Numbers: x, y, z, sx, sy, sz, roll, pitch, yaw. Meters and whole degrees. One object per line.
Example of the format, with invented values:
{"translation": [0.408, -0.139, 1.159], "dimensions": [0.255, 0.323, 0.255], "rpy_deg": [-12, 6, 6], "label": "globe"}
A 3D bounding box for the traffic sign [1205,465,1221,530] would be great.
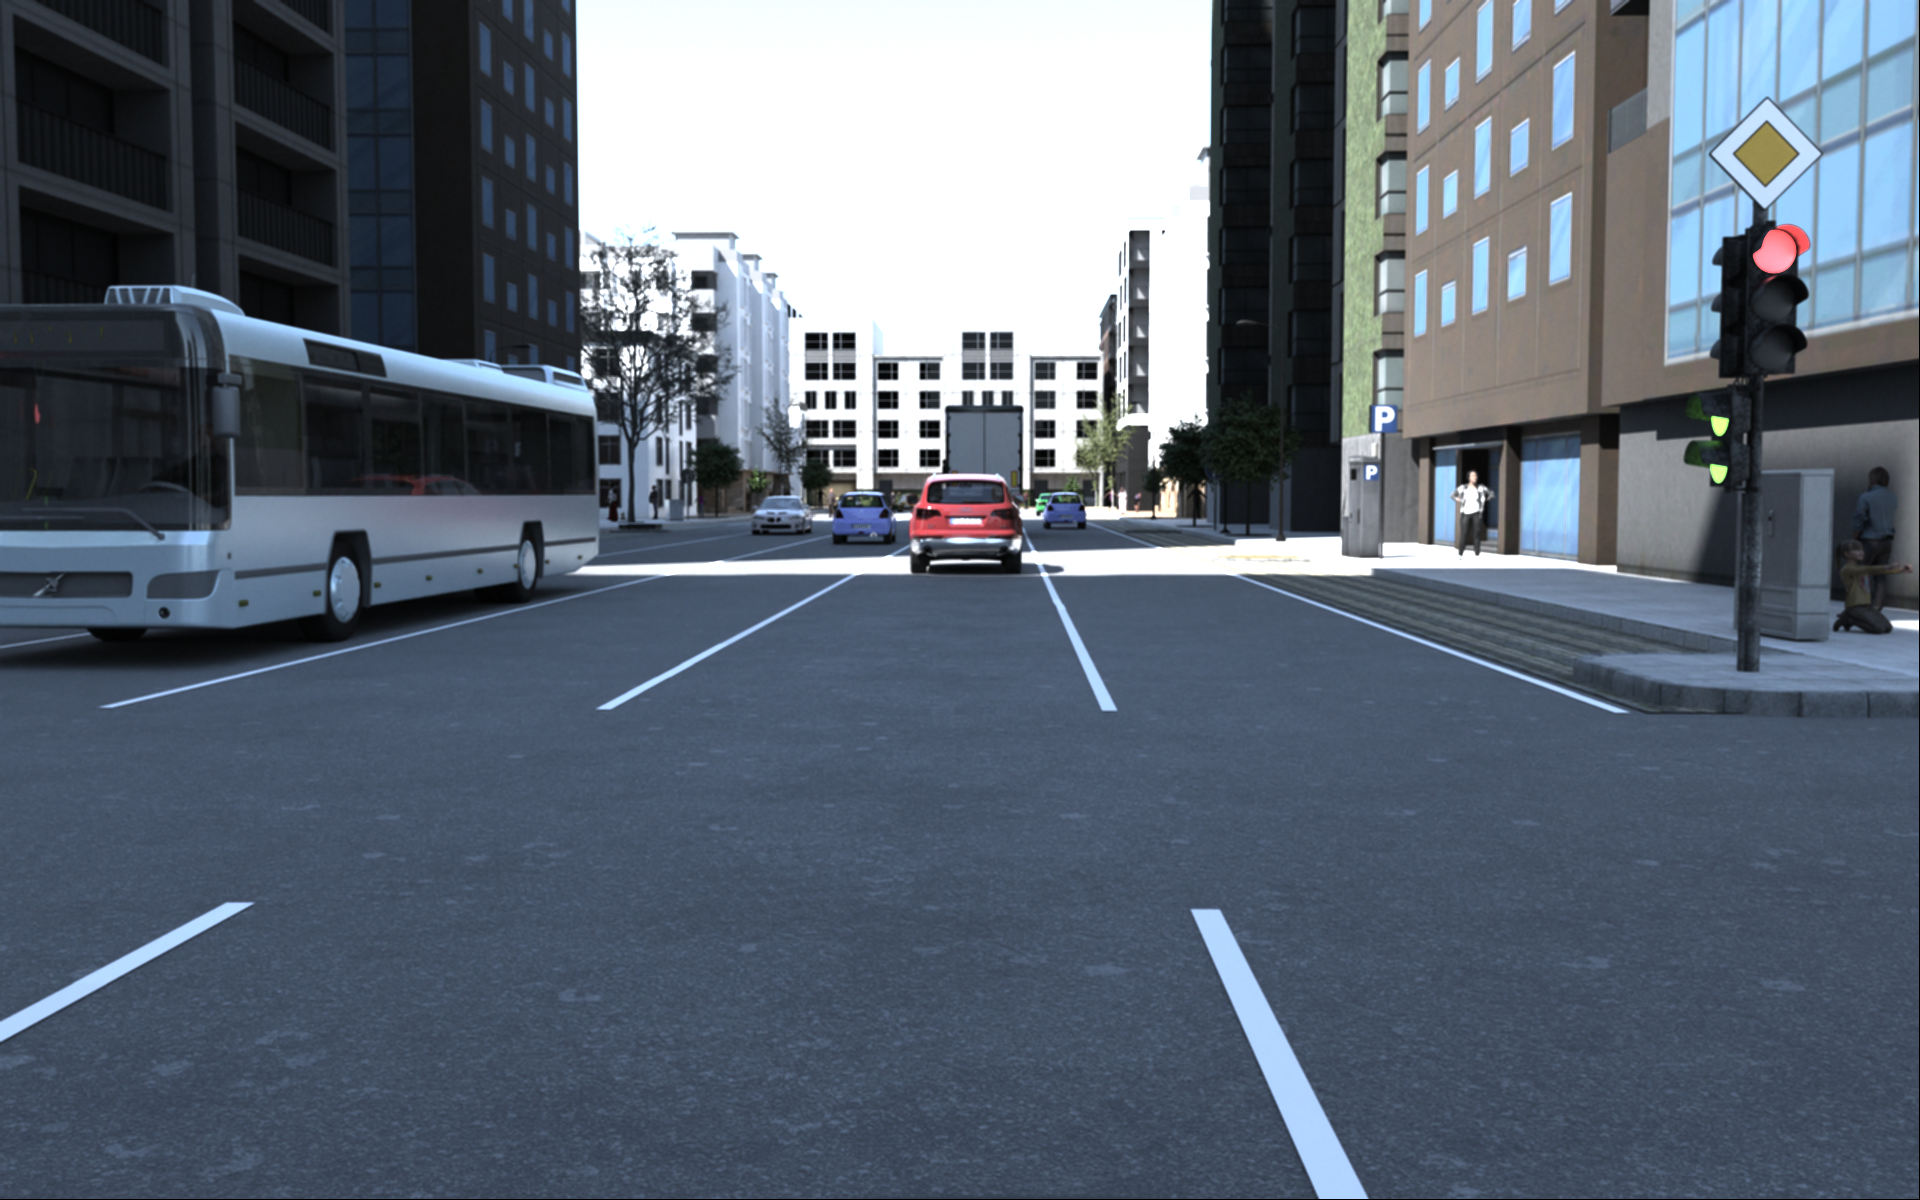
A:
{"translation": [9.043, -3.744, 61.316], "dimensions": [0.768, 2.556, 0.104], "rpy_deg": [0, 4, 7], "label": "traffic sign"}

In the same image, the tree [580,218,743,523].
{"translation": [-14.647, -10.201, 77.153], "dimensions": [12.009, 13.543, 11.850], "rpy_deg": [0, 3, 0], "label": "tree"}

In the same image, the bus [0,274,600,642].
{"translation": [-7.049, -1.515, 19.624], "dimensions": [2.948, 3.499, 13.247], "rpy_deg": [0, 4, 3], "label": "bus"}

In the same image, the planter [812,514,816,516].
{"translation": [-10.597, -5.730, 114.831], "dimensions": [1.991, 0.319, 1.994], "rpy_deg": [0, 4, 2], "label": "planter"}

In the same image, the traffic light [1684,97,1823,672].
{"translation": [5.695, -1.439, 12.442], "dimensions": [0.839, 4.253, 0.868], "rpy_deg": [0, 4, 2], "label": "traffic light"}

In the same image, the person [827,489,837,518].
{"translation": [-7.852, -5.918, 105.809], "dimensions": [0.434, 1.755, 0.990], "rpy_deg": [-3, 5, -39], "label": "person"}

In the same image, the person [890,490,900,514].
{"translation": [-4.727, -7.176, 126.637], "dimensions": [0.742, 1.727, 0.445], "rpy_deg": [0, 4, 3], "label": "person"}

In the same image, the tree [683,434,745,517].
{"translation": [-13.531, -6.841, 95.564], "dimensions": [4.285, 4.588, 4.351], "rpy_deg": [0, 3, 0], "label": "tree"}

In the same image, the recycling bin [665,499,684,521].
{"translation": [-13.651, -4.292, 82.721], "dimensions": [0.722, 1.027, 0.722], "rpy_deg": [-2, 4, -28], "label": "recycling bin"}

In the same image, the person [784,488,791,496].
{"translation": [-13.500, -7.780, 134.062], "dimensions": [1.217, 1.723, 0.721], "rpy_deg": [2, 4, 27], "label": "person"}

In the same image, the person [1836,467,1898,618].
{"translation": [9.168, -0.562, 17.450], "dimensions": [0.499, 1.552, 0.429], "rpy_deg": [1, 4, 15], "label": "person"}

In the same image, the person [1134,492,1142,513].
{"translation": [12.228, -6.709, 118.967], "dimensions": [0.421, 1.427, 0.697], "rpy_deg": [-2, 4, -26], "label": "person"}

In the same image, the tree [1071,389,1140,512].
{"translation": [10.447, -10.426, 120.828], "dimensions": [4.737, 8.622, 4.395], "rpy_deg": [0, 3, 0], "label": "tree"}

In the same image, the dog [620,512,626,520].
{"translation": [-16.465, -4.115, 85.009], "dimensions": [0.550, 0.427, 0.748], "rpy_deg": [2, 4, 26], "label": "dog"}

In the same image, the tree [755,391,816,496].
{"translation": [-12.608, -10.668, 124.779], "dimensions": [4.360, 8.622, 3.978], "rpy_deg": [0, 3, 0], "label": "tree"}

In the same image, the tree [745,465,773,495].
{"translation": [-13.510, -7.361, 114.961], "dimensions": [1.663, 3.219, 1.824], "rpy_deg": [0, 3, 0], "label": "tree"}

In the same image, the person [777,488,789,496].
{"translation": [-13.301, -7.532, 129.882], "dimensions": [1.217, 1.739, 0.721], "rpy_deg": [0, 4, 0], "label": "person"}

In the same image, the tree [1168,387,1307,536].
{"translation": [8.871, -4.244, 53.099], "dimensions": [4.285, 4.588, 4.351], "rpy_deg": [0, 3, 0], "label": "tree"}

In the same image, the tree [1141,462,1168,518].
{"translation": [10.593, -6.052, 93.548], "dimensions": [1.663, 3.219, 1.824], "rpy_deg": [0, 3, 0], "label": "tree"}

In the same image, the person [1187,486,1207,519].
{"translation": [12.340, -5.140, 90.103], "dimensions": [1.348, 1.821, 0.705], "rpy_deg": [-1, 4, -22], "label": "person"}

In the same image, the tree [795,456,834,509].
{"translation": [-12.277, -9.944, 146.293], "dimensions": [4.285, 4.588, 4.351], "rpy_deg": [0, 3, 0], "label": "tree"}

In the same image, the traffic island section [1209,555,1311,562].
{"translation": [6.386, -0.877, 37.212], "dimensions": [1.991, 0.108, 1.994], "rpy_deg": [0, 4, 2], "label": "traffic island section"}

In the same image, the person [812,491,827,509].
{"translation": [-12.097, -8.791, 149.793], "dimensions": [1.348, 1.822, 0.705], "rpy_deg": [-2, 4, -26], "label": "person"}

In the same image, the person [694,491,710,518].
{"translation": [-13.584, -5.010, 91.185], "dimensions": [0.991, 1.433, 0.599], "rpy_deg": [2, 4, 26], "label": "person"}

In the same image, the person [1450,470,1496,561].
{"translation": [9.793, -1.613, 33.146], "dimensions": [0.841, 1.734, 0.376], "rpy_deg": [2, 4, 24], "label": "person"}

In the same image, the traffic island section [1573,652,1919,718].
{"translation": [5.734, 0.595, 12.555], "dimensions": [2.009, 0.180, 2.903], "rpy_deg": [0, 4, 2], "label": "traffic island section"}

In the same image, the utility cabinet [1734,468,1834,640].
{"translation": [7.370, -0.421, 15.554], "dimensions": [0.318, 1.500, 1.173], "rpy_deg": [0, 4, -1], "label": "utility cabinet"}

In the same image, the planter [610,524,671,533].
{"translation": [-11.925, -2.676, 64.900], "dimensions": [1.991, 0.319, 1.994], "rpy_deg": [0, 4, 2], "label": "planter"}

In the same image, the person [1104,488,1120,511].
{"translation": [11.371, -7.527, 129.792], "dimensions": [1.217, 1.739, 0.721], "rpy_deg": [0, 4, -6], "label": "person"}

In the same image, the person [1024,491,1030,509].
{"translation": [6.158, -9.360, 162.249], "dimensions": [1.217, 1.743, 0.721], "rpy_deg": [-3, 5, -41], "label": "person"}

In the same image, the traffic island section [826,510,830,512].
{"translation": [-9.884, -7.273, 141.771], "dimensions": [1.991, 0.108, 1.994], "rpy_deg": [0, 4, 2], "label": "traffic island section"}

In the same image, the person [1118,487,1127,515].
{"translation": [10.045, -6.137, 107.055], "dimensions": [0.551, 1.740, 0.621], "rpy_deg": [0, 4, 3], "label": "person"}

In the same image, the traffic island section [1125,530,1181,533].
{"translation": [7.116, -2.525, 64.145], "dimensions": [1.991, 0.108, 1.994], "rpy_deg": [0, 4, 2], "label": "traffic island section"}

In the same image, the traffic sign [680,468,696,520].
{"translation": [-13.498, -5.247, 85.898], "dimensions": [0.768, 2.556, 0.104], "rpy_deg": [0, 4, 3], "label": "traffic sign"}

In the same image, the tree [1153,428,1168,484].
{"translation": [9.233, -5.151, 67.925], "dimensions": [4.285, 4.588, 4.351], "rpy_deg": [0, 3, 0], "label": "tree"}

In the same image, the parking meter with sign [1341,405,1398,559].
{"translation": [8.136, -2.354, 34.754], "dimensions": [0.543, 3.016, 1.738], "rpy_deg": [-1, 4, -10], "label": "parking meter with sign"}
